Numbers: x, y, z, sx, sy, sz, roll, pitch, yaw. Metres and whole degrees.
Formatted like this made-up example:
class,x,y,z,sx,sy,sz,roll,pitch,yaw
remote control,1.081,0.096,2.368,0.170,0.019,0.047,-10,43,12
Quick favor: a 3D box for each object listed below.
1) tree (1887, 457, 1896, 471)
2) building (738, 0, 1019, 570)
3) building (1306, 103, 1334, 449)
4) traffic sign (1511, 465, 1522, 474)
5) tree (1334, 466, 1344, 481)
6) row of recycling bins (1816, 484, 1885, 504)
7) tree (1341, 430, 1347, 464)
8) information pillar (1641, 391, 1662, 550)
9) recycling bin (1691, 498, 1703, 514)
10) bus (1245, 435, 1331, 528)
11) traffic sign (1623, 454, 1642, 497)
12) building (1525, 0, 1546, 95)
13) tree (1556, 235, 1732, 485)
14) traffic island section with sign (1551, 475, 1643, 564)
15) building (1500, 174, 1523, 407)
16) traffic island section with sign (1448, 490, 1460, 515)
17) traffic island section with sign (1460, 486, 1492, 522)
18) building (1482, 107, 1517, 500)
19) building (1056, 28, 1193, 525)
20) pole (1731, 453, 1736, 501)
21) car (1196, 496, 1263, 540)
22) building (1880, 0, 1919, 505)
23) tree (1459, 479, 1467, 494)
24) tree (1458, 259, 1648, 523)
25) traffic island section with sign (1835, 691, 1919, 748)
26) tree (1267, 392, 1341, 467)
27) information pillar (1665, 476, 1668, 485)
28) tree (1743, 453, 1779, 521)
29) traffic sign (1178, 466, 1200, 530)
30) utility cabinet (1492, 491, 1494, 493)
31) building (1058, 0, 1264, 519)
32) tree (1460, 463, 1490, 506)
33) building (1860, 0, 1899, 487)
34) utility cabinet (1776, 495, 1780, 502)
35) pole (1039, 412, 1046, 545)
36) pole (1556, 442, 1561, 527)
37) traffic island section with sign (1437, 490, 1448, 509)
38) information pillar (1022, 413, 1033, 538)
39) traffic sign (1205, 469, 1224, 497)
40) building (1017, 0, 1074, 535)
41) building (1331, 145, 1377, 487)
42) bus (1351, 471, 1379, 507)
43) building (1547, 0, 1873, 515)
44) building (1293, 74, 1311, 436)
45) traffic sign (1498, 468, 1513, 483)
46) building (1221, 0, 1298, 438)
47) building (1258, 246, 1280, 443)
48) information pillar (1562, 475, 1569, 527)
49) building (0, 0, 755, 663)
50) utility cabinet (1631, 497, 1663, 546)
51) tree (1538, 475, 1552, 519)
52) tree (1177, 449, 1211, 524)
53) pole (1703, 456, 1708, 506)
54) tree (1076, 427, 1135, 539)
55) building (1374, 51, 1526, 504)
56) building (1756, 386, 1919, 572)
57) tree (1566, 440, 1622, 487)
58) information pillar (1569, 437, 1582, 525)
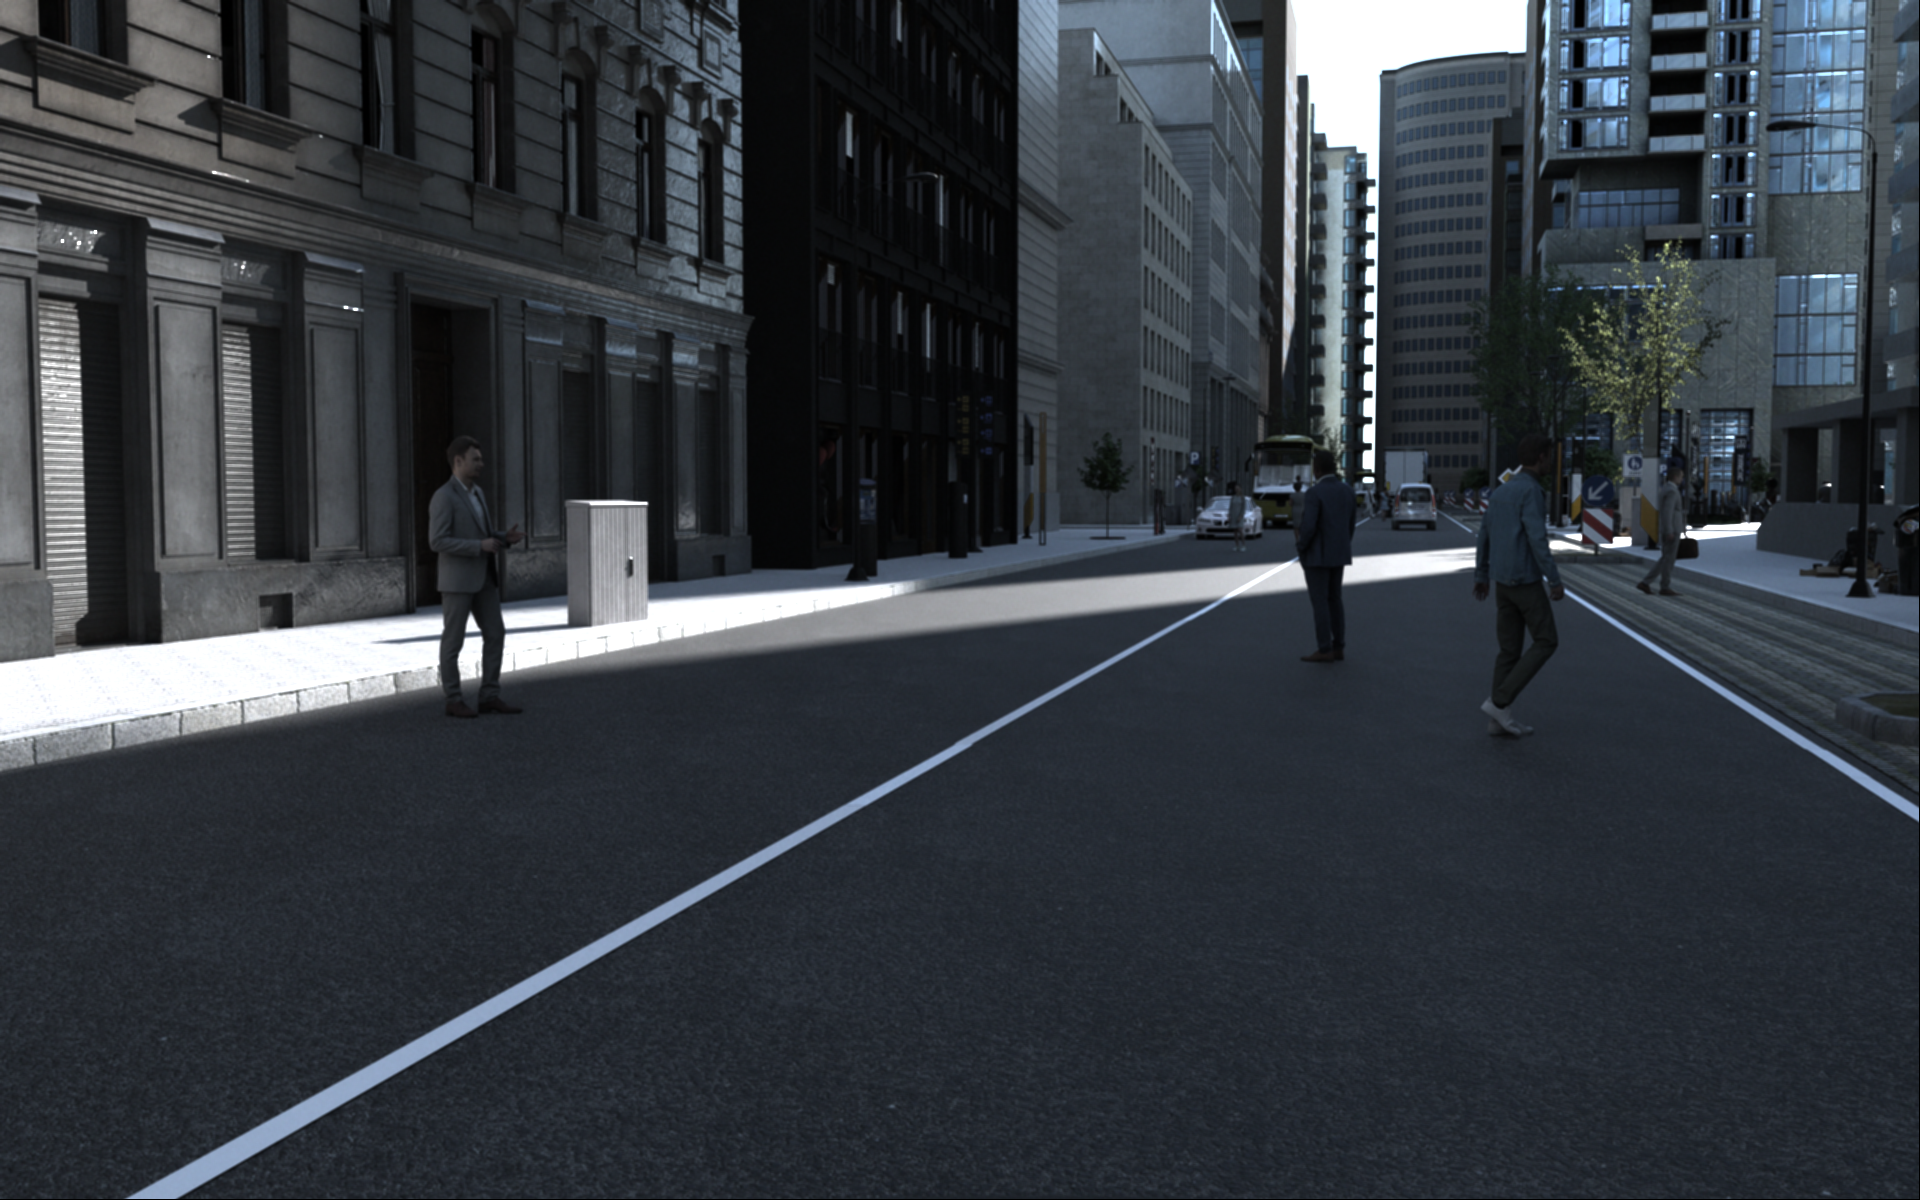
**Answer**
class,x,y,z,sx,sy,sz,roll,pitch,yaw
tree,26.573,-3.231,47.421,1.663,3.219,1.824,0,3,0
building,-6.462,-12.732,37.843,12.332,23.373,15.834,1,4,15
building,27.524,-35.804,205.001,30.456,49.044,23.786,1,4,15
traffic sign,18.913,-3.351,58.432,0.795,2.450,0.064,1,4,15
tree,35.892,-11.372,169.653,4.285,4.588,4.351,0,3,0
row of recycling bins,37.175,-4.043,73.221,3.534,1.692,1.069,0,4,7
tree,38.704,-14.165,181.966,4.737,8.622,4.395,0,3,0
information pillar,15.888,-2.963,39.802,0.183,3.616,0.504,-1,4,-23
recycling bin,44.944,-5.682,105.459,0.722,1.027,0.722,0,4,2
bus,14.572,-5.141,75.606,2.896,3.916,12.252,1,4,16
traffic sign,16.998,-2.539,43.648,0.606,2.300,0.079,1,4,19
building,53.760,-30.091,142.101,14.600,45.320,14.200,1,4,15
tree,19.474,-6.042,49.148,4.360,8.622,3.978,0,3,0
traffic island section with sign,13.153,-1.690,36.261,1.989,1.847,2.006,1,4,15
building,56.346,-23.566,157.008,14.160,30.474,14.107,1,4,15
traffic island section with sign,34.120,-6.605,116.619,1.989,1.847,2.006,1,4,15
traffic island section with sign,27.181,-4.979,90.032,1.989,1.847,2.006,1,4,15
building,68.098,-33.639,200.102,14.600,45.320,14.200,1,4,15
building,4.518,-13.797,80.333,10.420,20.320,16.860,1,4,15
pole,38.662,-5.669,86.534,0.158,3.312,0.155,0,3,0
car,8.769,-2.679,56.160,2.083,1.381,4.827,1,4,14
building,55.418,-27.627,71.314,30.456,49.044,23.786,1,4,15
tree,58.090,-12.572,200.145,1.663,3.219,1.824,0,3,0
tree,26.656,-9.310,77.971,9.928,11.665,9.643,0,3,0
traffic island section with sign,6.346,-0.093,10.149,1.989,1.847,2.006,1,4,15
tree,24.136,-10.620,123.992,4.737,8.622,4.395,0,3,0
information pillar,28.455,-3.979,69.547,0.304,2.012,0.304,2,4,28
tree,37.381,-5.303,81.309,1.663,3.219,1.824,0,3,0
traffic sign,8.085,-3.524,61.267,0.795,2.450,0.064,1,4,15
utility cabinet,36.222,-6.640,117.235,0.318,1.500,1.173,0,4,0
building,11.033,-19.875,102.446,11.434,29.767,29.804,1,4,15
tree,54.919,-12.262,184.199,4.285,4.588,4.351,0,3,0
building,90.294,-46.020,190.675,20.611,71.187,20.563,1,4,15
utility cabinet,44.643,-5.117,94.819,0.306,1.237,1.020,-3,5,-39
pole,2.075,-3.028,43.357,0.158,3.312,0.155,0,3,0
pole,23.609,-4.547,68.182,0.158,3.312,0.155,0,3,0
traffic island section with sign,46.666,-9.546,164.697,1.989,1.847,2.006,1,4,15
information pillar,1.973,-3.587,49.995,0.183,3.616,0.504,-1,4,-23
traffic sign,10.101,-3.997,68.995,0.795,2.450,0.064,1,4,15
building,-8.839,-16.466,56.608,23.554,28.519,14.401,1,4,15
building,41.409,-37.843,238.340,30.456,49.044,23.786,1,4,15
bus,44.481,-12.143,190.076,2.896,3.916,12.252,1,4,14
building,49.357,-49.293,118.606,22.319,86.520,31.000,1,4,15
building,25.837,-29.488,165.720,14.154,41.232,14.086,1,4,15
traffic sign,20.929,-3.824,66.159,0.795,2.450,0.064,1,4,15
building,21.856,-30.670,151.568,14.600,45.320,14.200,1,4,15
building,16.207,-17.598,129.524,13.314,21.916,24.055,1,4,15
information pillar,23.866,-3.916,68.515,0.304,2.012,0.304,-1,4,-9
building,-10.160,-10.449,19.997,9.793,20.994,18.267,1,4,15
utility cabinet,17.129,-1.932,42.755,1.020,1.237,0.306,2,4,25
tree,30.129,-5.809,89.578,1.663,3.219,1.824,0,3,0
tree,10.093,-4.918,75.011,1.663,3.219,1.824,0,3,0
pole,40.401,-6.117,93.863,0.158,3.312,0.155,0,3,0
tree,4.326,-3.359,49.521,1.663,3.219,1.824,0,3,0
building,69.579,-42.020,229.033,28.212,58.520,21.231,1,4,15
building,32.172,-20.551,27.887,32.217,40.220,23.993,1,4,15
tree,38.609,-7.419,105.022,4.285,4.588,4.351,0,3,0
information pillar,25.383,-4.890,71.312,0.504,3.616,0.183,-2,4,-27
